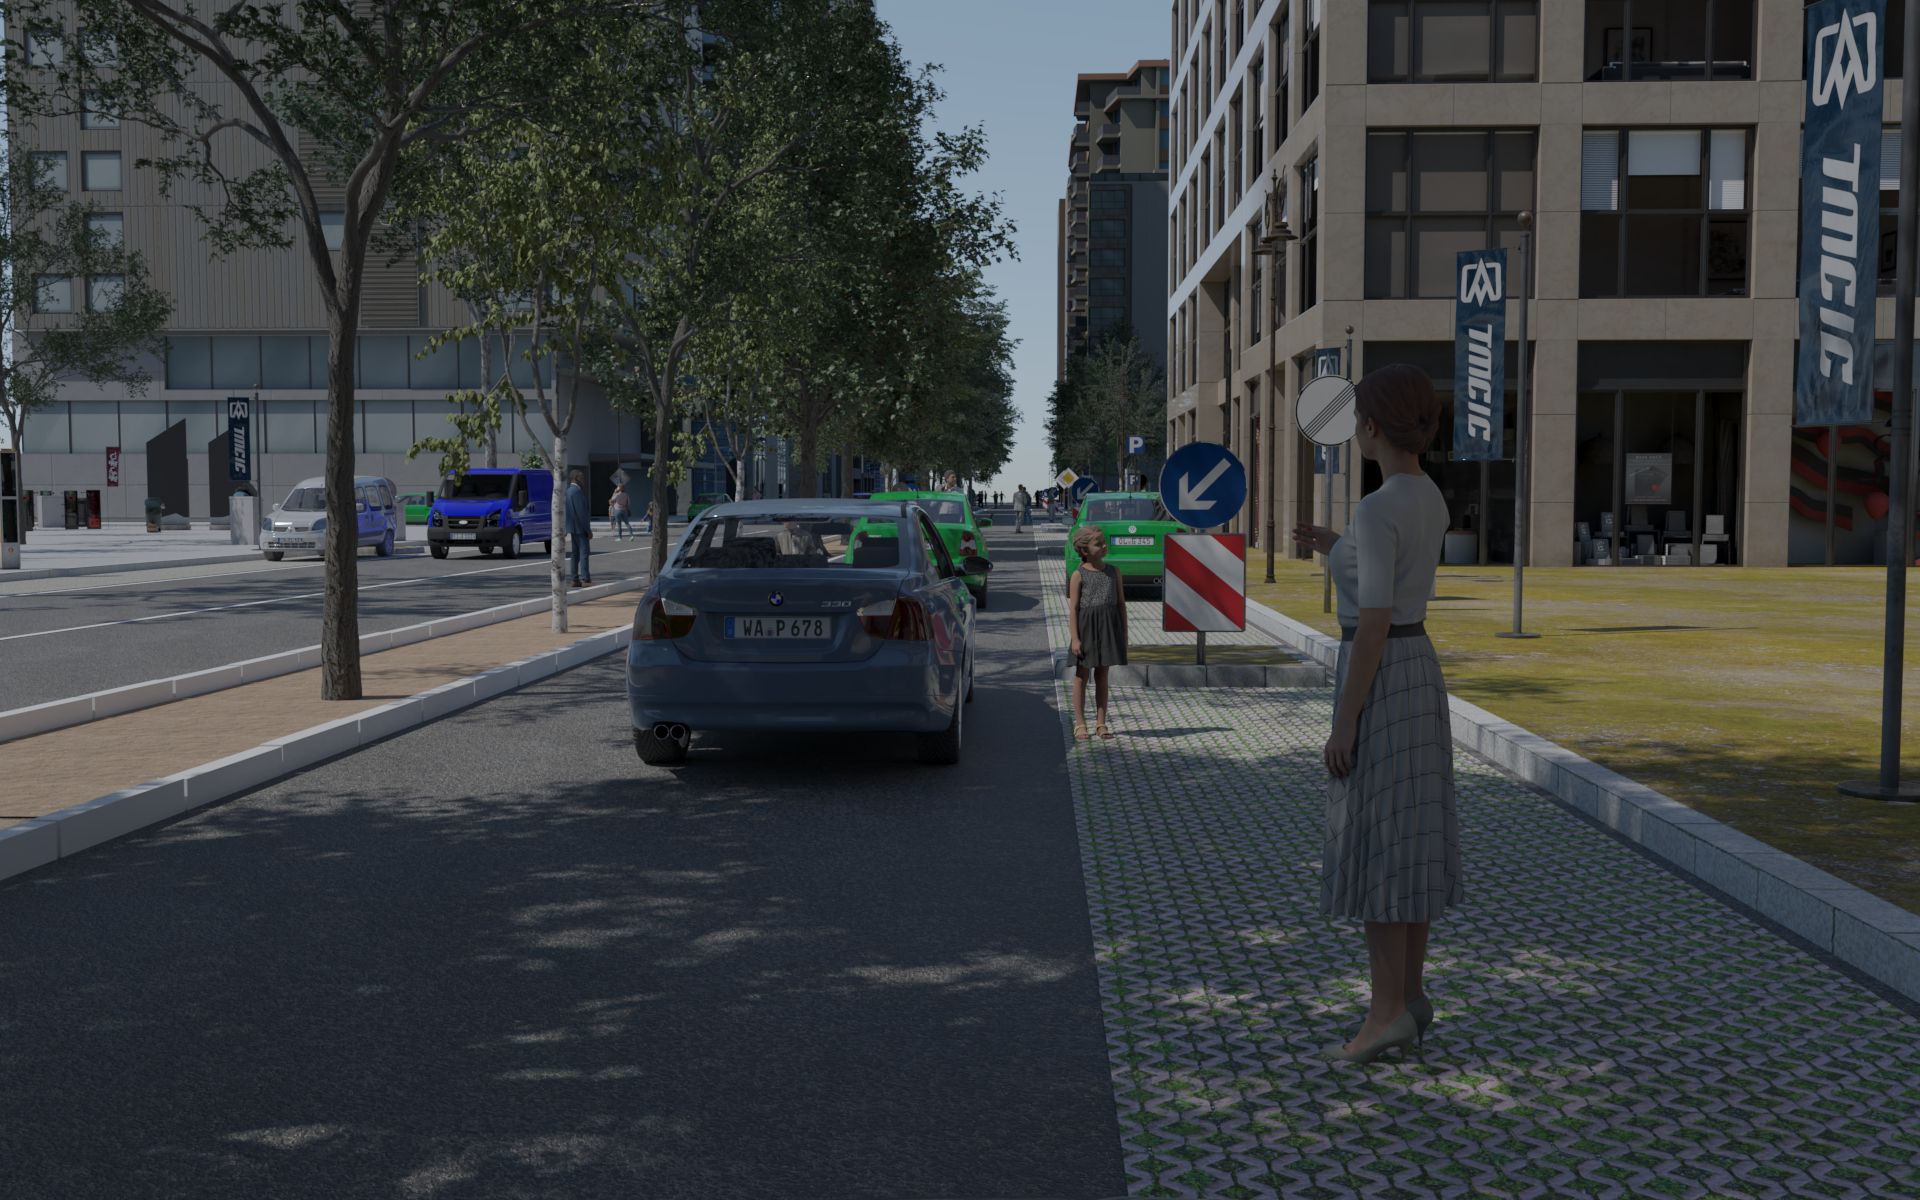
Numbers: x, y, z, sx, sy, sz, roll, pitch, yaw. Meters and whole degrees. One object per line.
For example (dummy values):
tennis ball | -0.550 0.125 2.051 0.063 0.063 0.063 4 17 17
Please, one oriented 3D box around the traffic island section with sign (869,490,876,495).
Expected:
traffic island section with sign | -8.743 -10.096 173.691 1.989 1.847 2.006 0 4 2

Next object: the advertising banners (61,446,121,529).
advertising banners | -31.713 -4.104 63.284 2.074 3.025 0.090 -3 5 -42

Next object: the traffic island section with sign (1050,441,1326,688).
traffic island section with sign | 1.741 -0.311 13.713 1.989 1.847 2.006 0 4 2

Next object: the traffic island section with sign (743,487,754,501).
traffic island section with sign | -11.806 -5.370 96.420 1.989 1.847 2.006 0 4 2

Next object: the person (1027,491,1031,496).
person | 8.136 -12.031 205.651 0.683 1.767 0.568 -1 4 -15

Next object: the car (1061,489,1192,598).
car | 2.422 -0.988 24.947 1.959 1.807 4.718 0 4 4

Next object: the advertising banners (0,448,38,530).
advertising banners | -36.065 -4.332 67.014 0.090 3.025 2.074 2 4 30

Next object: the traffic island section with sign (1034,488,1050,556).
traffic island section with sign | 2.819 -1.970 40.844 1.989 1.847 2.006 0 4 2

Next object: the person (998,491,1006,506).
person | 5.124 -12.595 214.449 1.348 1.821 0.705 2 4 34

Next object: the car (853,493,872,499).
car | -5.069 -4.801 88.091 1.945 1.707 3.694 0 4 1

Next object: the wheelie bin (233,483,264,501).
wheelie bin | -20.437 -2.558 49.725 0.693 1.594 0.980 0 4 -6

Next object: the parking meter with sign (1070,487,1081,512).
parking meter with sign | 8.739 -7.834 124.349 1.738 3.016 0.543 -1 4 -12

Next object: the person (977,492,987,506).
person | 2.312 -10.916 187.695 1.217 1.735 0.721 1 4 20

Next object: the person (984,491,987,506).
person | 2.913 -12.063 205.600 0.599 1.838 0.709 -1 4 -23

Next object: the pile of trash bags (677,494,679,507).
pile of trash bags | -18.647 -5.842 105.271 3.447 1.369 1.912 1 4 18

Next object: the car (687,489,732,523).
car | -12.030 -4.600 84.002 1.959 1.807 4.718 0 4 2

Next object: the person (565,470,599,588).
person | -5.840 -1.092 26.541 0.419 1.800 0.721 -3 5 -39

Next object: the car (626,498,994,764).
car | -0.811 0.092 10.503 2.014 1.417 4.499 0 4 2

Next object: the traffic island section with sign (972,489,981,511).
traffic island section with sign | 0.948 -8.584 148.491 2.006 1.907 1.989 0 4 2

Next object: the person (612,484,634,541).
person | -10.215 -2.665 52.668 0.593 1.750 0.643 -3 5 -42

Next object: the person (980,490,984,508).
person | 2.284 -10.538 180.799 0.705 1.823 1.348 -1 4 -8

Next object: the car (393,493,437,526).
car | -22.076 -3.716 69.550 4.718 1.807 1.959 0 4 3

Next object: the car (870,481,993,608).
car | -0.529 -0.876 23.117 1.959 1.807 4.718 0 4 0

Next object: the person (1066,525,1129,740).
person | 0.810 0.187 10.117 0.362 1.253 0.373 -1 4 -14

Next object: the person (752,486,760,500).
person | -9.835 -4.564 83.134 0.555 1.821 0.388 2 4 29

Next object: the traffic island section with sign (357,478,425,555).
traffic island section with sign | -13.987 -2.012 41.517 1.989 1.847 2.006 0 4 2

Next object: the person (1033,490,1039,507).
person | 7.877 -10.251 175.728 1.348 1.869 0.705 -3 4 -38

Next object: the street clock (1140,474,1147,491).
street clock | 6.576 -3.586 63.197 0.471 2.002 0.358 -1 4 -17

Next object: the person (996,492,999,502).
person | 6.365 -17.730 298.403 1.348 1.821 0.705 -1 4 -15

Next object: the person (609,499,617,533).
person | -12.628 -3.059 63.197 0.332 1.250 0.352 1 4 21

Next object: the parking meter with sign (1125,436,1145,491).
parking meter with sign | 5.290 -3.456 52.769 0.543 3.016 1.738 0 4 2

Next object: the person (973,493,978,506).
person | 1.681 -12.019 205.085 0.705 1.814 1.350 -3 5 -42

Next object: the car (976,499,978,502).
car | 2.597 -16.408 280.072 2.131 1.459 4.920 0 4 1

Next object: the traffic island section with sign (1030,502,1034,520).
traffic island section with sign | 4.996 -5.320 95.617 1.989 1.847 2.006 0 4 2

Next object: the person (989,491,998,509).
person | 3.358 -9.922 171.260 0.750 1.759 0.617 -2 4 -30

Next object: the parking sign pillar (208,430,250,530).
parking sign pillar | -26.006 -4.476 61.652 1.447 3.967 1.447 -1 4 -11

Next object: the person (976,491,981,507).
person | 2.252 -11.586 198.073 0.705 1.807 1.348 3 5 40

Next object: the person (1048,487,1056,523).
person | 4.572 -4.694 85.797 0.362 1.759 0.519 2 4 27

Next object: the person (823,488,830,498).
person | -7.465 -5.403 97.423 0.593 1.750 0.643 2 4 30

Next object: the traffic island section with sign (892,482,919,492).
traffic island section with sign | -2.017 -3.992 73.411 2.006 1.907 1.989 0 4 2

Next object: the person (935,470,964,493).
person | -0.224 -1.244 28.935 0.679 1.850 0.850 0 4 4

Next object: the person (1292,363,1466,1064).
person | 1.024 0.283 4.443 0.524 1.755 0.480 2 4 34

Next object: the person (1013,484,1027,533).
person | 2.248 -3.353 63.515 0.606 1.804 0.583 2 4 32

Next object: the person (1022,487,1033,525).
person | 3.097 -4.445 81.517 0.721 1.781 0.623 -2 4 -29

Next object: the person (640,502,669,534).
person | -10.942 -2.950 62.236 1.012 1.151 0.738 0 4 -2

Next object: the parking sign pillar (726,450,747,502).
parking sign pillar | -13.779 -7.240 106.843 1.447 3.967 1.447 2 4 25

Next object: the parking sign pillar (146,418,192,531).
parking sign pillar | -28.052 -4.456 61.330 1.447 3.967 1.447 -1 4 -15

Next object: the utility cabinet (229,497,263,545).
utility cabinet | -18.069 -2.001 43.879 1.020 1.237 0.306 2 4 34

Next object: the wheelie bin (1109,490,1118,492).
wheelie bin | 11.546 -7.515 130.772 0.980 1.594 0.693 1 4 21

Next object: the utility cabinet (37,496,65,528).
utility cabinet | -34.723 -3.367 66.212 0.306 1.237 1.020 2 4 24
